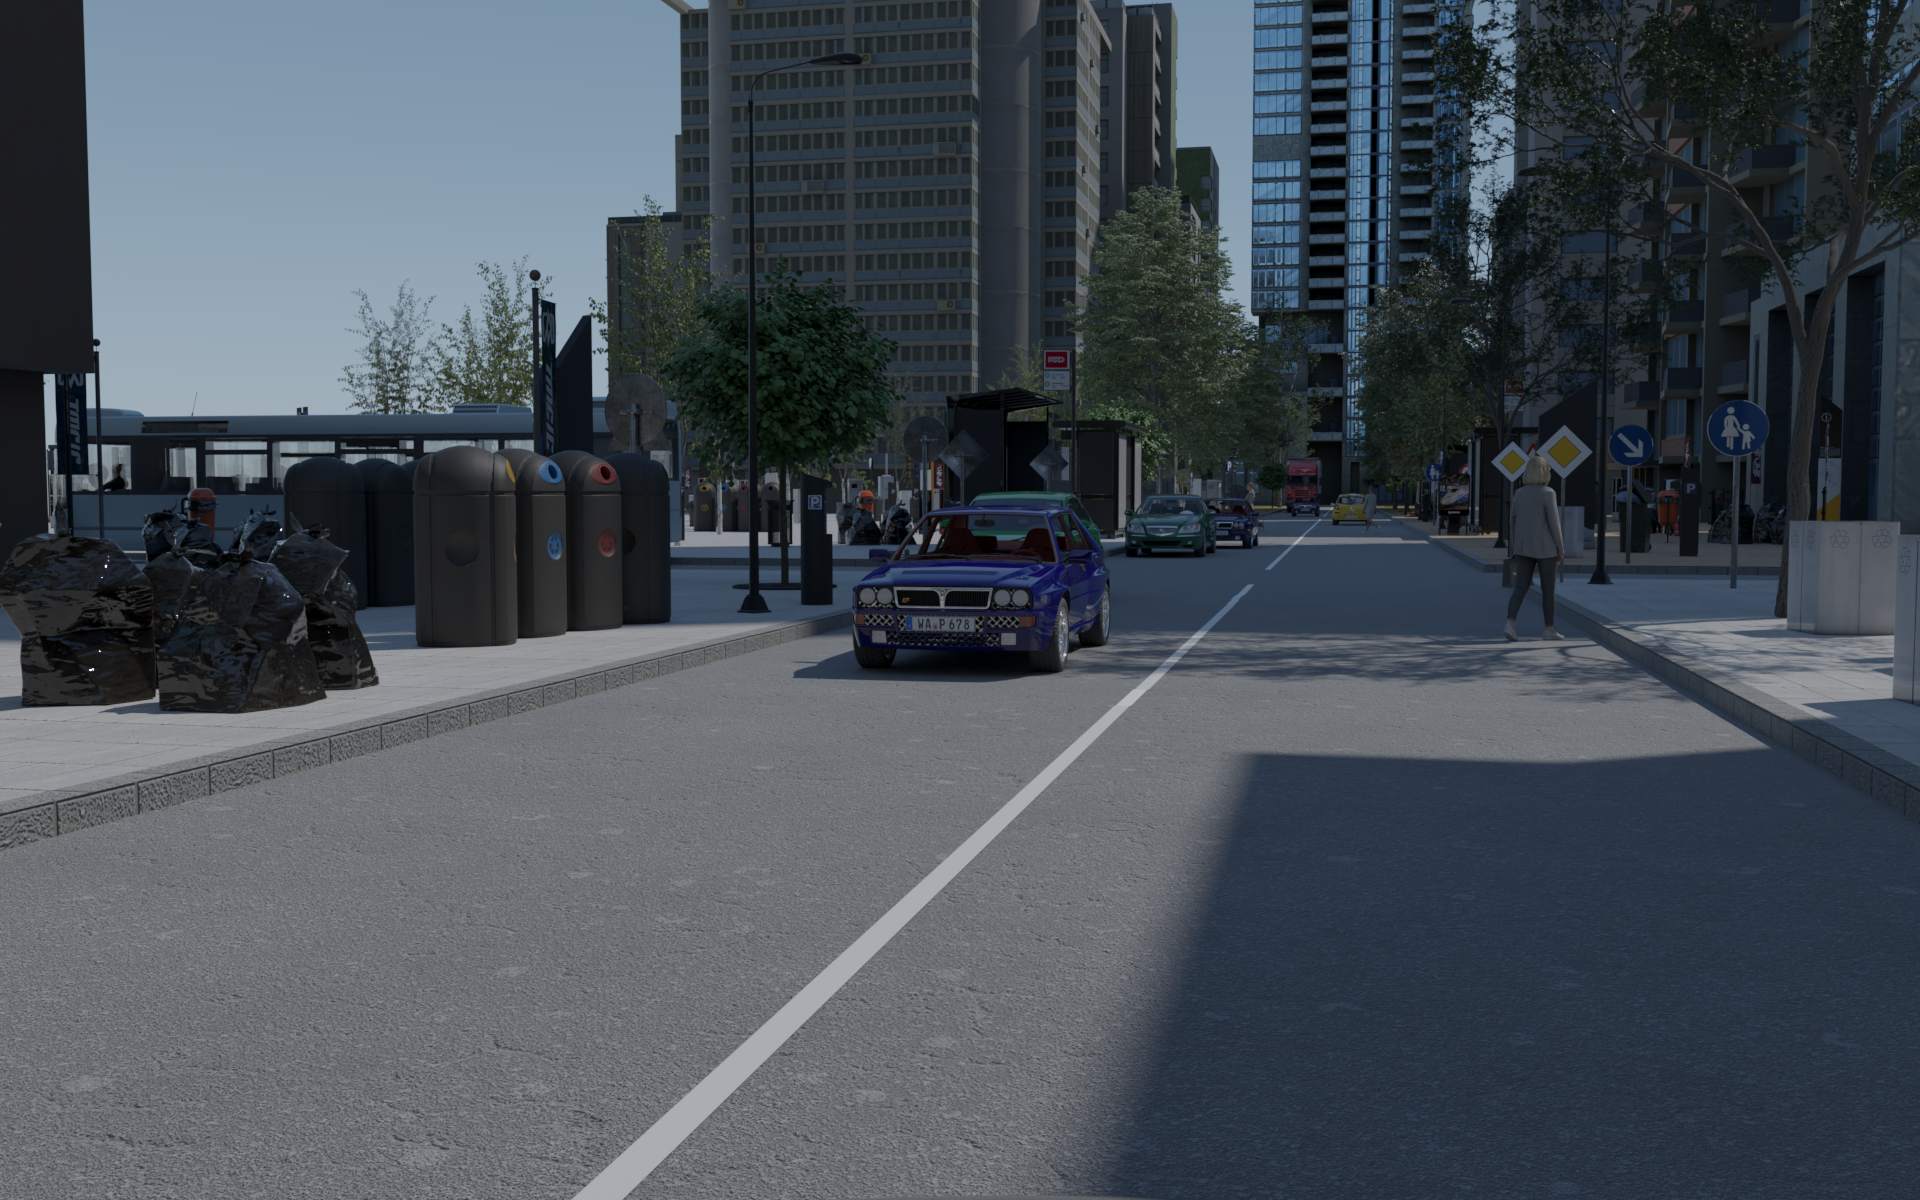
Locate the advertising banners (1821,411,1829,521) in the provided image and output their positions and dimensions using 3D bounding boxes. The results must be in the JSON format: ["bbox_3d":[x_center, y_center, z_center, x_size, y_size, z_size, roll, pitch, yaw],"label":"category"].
[{"bbox_3d":[17.970,-2.433,35.968,0.090,3.025,2.074,2,4,28],"label":"advertising banners"}]

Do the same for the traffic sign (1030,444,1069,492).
[{"bbox_3d":[1.785,-1.906,34.798,0.795,2.450,0.064,1,4,13],"label":"traffic sign"}]

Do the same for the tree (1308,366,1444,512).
[{"bbox_3d":[32.813,-12.340,127.506,9.928,11.665,9.643,0,3,0],"label":"tree"}]

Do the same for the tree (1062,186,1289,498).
[{"bbox_3d":[7.148,-8.966,64.726,7.486,12.596,7.792,0,3,0],"label":"tree"}]

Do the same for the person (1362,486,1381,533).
[{"bbox_3d":[14.977,-3.289,63.033,0.760,1.731,0.466,2,4,34],"label":"person"}]

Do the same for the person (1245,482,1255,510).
[{"bbox_3d":[8.886,-2.753,53.779,0.573,1.790,0.520,-1,4,-9],"label":"person"}]

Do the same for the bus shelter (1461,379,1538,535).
[{"bbox_3d":[18.061,-4.926,58.168,2.179,5.291,8.768,1,4,13],"label":"bus shelter"}]

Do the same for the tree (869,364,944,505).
[{"bbox_3d":[-3.336,-9.072,98.692,4.360,8.622,3.978,0,3,0],"label":"tree"}]

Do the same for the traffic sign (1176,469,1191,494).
[{"bbox_3d":[11.209,-5.322,87.116,0.768,2.556,0.104,1,4,18],"label":"traffic sign"}]

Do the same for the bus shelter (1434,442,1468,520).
[{"bbox_3d":[23.320,-5.527,81.643,1.731,3.624,6.357,1,4,13],"label":"bus shelter"}]

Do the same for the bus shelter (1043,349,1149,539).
[{"bbox_3d":[3.946,-4.459,50.535,2.179,5.291,8.768,1,4,13],"label":"bus shelter"}]

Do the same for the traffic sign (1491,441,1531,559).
[{"bbox_3d":[10.461,-1.786,32.844,0.795,2.450,0.064,1,4,13],"label":"traffic sign"}]

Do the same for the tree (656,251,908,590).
[{"bbox_3d":[-2.441,-2.448,23.732,4.285,4.588,4.351,0,3,0],"label":"tree"}]

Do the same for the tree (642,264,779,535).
[{"bbox_3d":[-7.839,-6.375,54.590,4.360,8.622,3.978,0,3,0],"label":"tree"}]

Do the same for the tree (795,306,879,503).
[{"bbox_3d":[-6.171,-6.969,64.301,4.737,8.622,4.395,0,3,0],"label":"tree"}]

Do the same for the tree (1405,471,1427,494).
[{"bbox_3d":[30.527,-7.369,115.088,1.663,3.219,1.824,0,3,0],"label":"tree"}]

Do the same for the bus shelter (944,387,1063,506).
[{"bbox_3d":[1.118,-3.060,41.313,1.731,3.624,6.357,1,4,13],"label":"bus shelter"}]

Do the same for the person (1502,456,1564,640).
[{"bbox_3d":[5.577,-0.509,17.007,0.728,1.800,0.709,-2,4,-32],"label":"person"}]

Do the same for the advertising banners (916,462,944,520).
[{"bbox_3d":[-0.468,-3.615,55.286,2.074,3.025,0.090,-2,4,-28],"label":"advertising banners"}]

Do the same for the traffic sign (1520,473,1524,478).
[{"bbox_3d":[20.044,-3.829,62.714,0.768,2.556,0.104,1,4,22],"label":"traffic sign"}]

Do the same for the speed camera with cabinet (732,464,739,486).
[{"bbox_3d":[-14.671,-6.872,106.686,2.038,3.252,0.660,0,4,2],"label":"speed camera with cabinet"}]

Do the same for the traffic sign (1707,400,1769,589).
[{"bbox_3d":[10.514,-1.429,23.466,0.768,2.556,0.104,1,4,21],"label":"traffic sign"}]

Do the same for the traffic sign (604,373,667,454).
[{"bbox_3d":[-3.443,-1.114,18.320,0.768,2.556,0.104,1,4,22],"label":"traffic sign"}]

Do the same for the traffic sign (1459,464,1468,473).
[{"bbox_3d":[21.399,-4.451,72.881,0.768,2.556,0.104,1,4,19],"label":"traffic sign"}]

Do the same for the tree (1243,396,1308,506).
[{"bbox_3d":[32.981,-15.495,179.090,9.928,11.665,9.643,0,3,0],"label":"tree"}]

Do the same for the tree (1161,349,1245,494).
[{"bbox_3d":[11.386,-8.158,83.738,4.737,8.622,4.395,0,3,0],"label":"tree"}]

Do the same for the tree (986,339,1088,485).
[{"bbox_3d":[2.888,-8.073,82.361,4.737,8.622,4.395,0,3,0],"label":"tree"}]

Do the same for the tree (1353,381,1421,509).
[{"bbox_3d":[36.861,-13.874,144.964,7.486,12.596,7.792,0,3,0],"label":"tree"}]

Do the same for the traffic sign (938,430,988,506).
[{"bbox_3d":[0.041,-1.429,27.005,0.795,2.450,0.064,1,4,13],"label":"traffic sign"}]

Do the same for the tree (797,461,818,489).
[{"bbox_3d":[-8.657,-8.101,82.815,4.360,8.622,3.978,0,3,0],"label":"tree"}]

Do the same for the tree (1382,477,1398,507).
[{"bbox_3d":[42.252,-10.770,170.696,1.663,3.219,1.824,0,3,0],"label":"tree"}]

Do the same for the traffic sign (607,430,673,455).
[{"bbox_3d":[-3.956,-1.306,21.353,0.884,2.594,0.081,1,4,15],"label":"traffic sign"}]

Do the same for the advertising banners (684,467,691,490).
[{"bbox_3d":[-16.906,-7.096,112.206,2.074,3.025,0.090,-1,4,-22],"label":"advertising banners"}]

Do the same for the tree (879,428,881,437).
[{"bbox_3d":[-5.825,-7.477,72.603,4.737,8.622,4.395,0,3,0],"label":"tree"}]

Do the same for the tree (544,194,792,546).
[{"bbox_3d":[-7.020,-5.635,42.497,4.737,8.622,4.395,0,3,0],"label":"tree"}]

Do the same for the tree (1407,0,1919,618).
[{"bbox_3d":[8.454,-5.077,17.419,8.767,10.594,7.601,2,4,27],"label":"tree"}]

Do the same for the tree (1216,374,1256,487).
[{"bbox_3d":[19.504,-11.302,119.202,7.601,10.594,8.767,-2,4,-33],"label":"tree"}]

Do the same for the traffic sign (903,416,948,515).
[{"bbox_3d":[-0.571,-1.719,28.208,0.768,2.556,0.104,1,4,17],"label":"traffic sign"}]

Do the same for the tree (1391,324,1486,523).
[{"bbox_3d":[20.924,-7.659,75.594,4.737,8.622,4.395,0,3,0],"label":"tree"}]

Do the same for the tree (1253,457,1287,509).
[{"bbox_3d":[27.408,-10.259,151.453,4.285,4.588,4.351,0,3,0],"label":"tree"}]

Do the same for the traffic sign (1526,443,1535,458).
[{"bbox_3d":[14.596,-2.702,44.174,0.884,2.594,0.081,1,4,19],"label":"traffic sign"}]

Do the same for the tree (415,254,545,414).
[{"bbox_3d":[-14.224,-6.292,53.242,4.737,8.622,4.395,0,3,0],"label":"tree"}]

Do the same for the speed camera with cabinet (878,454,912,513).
[{"bbox_3d":[-2.967,-5.550,85.083,2.038,3.252,0.660,-1,4,-14],"label":"speed camera with cabinet"}]

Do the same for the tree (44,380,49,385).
[{"bbox_3d":[-24.618,-5.671,43.077,4.737,8.622,4.395,0,3,0],"label":"tree"}]

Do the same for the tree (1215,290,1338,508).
[{"bbox_3d":[29.338,-18.814,163.491,12.611,20.169,13.585,0,3,0],"label":"tree"}]

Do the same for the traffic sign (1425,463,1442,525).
[{"bbox_3d":[19.356,-4.315,70.651,0.768,2.556,0.104,1,4,13],"label":"traffic sign"}]

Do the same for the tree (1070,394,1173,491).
[{"bbox_3d":[5.245,-4.467,56.742,4.285,4.588,4.351,0,3,0],"label":"tree"}]

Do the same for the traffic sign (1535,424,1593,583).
[{"bbox_3d":[8.717,-1.309,25.051,0.795,2.450,0.064,1,4,13],"label":"traffic sign"}]

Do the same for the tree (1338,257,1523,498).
[{"bbox_3d":[24.774,-11.272,90.953,9.857,13.997,8.962,0,3,0],"label":"tree"}]

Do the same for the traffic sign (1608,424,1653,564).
[{"bbox_3d":[12.299,-1.939,31.814,0.768,2.556,0.104,1,4,22],"label":"traffic sign"}]

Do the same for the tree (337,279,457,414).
[{"bbox_3d":[-19.580,-6.700,59.902,4.360,8.622,3.978,0,3,0],"label":"tree"}]
